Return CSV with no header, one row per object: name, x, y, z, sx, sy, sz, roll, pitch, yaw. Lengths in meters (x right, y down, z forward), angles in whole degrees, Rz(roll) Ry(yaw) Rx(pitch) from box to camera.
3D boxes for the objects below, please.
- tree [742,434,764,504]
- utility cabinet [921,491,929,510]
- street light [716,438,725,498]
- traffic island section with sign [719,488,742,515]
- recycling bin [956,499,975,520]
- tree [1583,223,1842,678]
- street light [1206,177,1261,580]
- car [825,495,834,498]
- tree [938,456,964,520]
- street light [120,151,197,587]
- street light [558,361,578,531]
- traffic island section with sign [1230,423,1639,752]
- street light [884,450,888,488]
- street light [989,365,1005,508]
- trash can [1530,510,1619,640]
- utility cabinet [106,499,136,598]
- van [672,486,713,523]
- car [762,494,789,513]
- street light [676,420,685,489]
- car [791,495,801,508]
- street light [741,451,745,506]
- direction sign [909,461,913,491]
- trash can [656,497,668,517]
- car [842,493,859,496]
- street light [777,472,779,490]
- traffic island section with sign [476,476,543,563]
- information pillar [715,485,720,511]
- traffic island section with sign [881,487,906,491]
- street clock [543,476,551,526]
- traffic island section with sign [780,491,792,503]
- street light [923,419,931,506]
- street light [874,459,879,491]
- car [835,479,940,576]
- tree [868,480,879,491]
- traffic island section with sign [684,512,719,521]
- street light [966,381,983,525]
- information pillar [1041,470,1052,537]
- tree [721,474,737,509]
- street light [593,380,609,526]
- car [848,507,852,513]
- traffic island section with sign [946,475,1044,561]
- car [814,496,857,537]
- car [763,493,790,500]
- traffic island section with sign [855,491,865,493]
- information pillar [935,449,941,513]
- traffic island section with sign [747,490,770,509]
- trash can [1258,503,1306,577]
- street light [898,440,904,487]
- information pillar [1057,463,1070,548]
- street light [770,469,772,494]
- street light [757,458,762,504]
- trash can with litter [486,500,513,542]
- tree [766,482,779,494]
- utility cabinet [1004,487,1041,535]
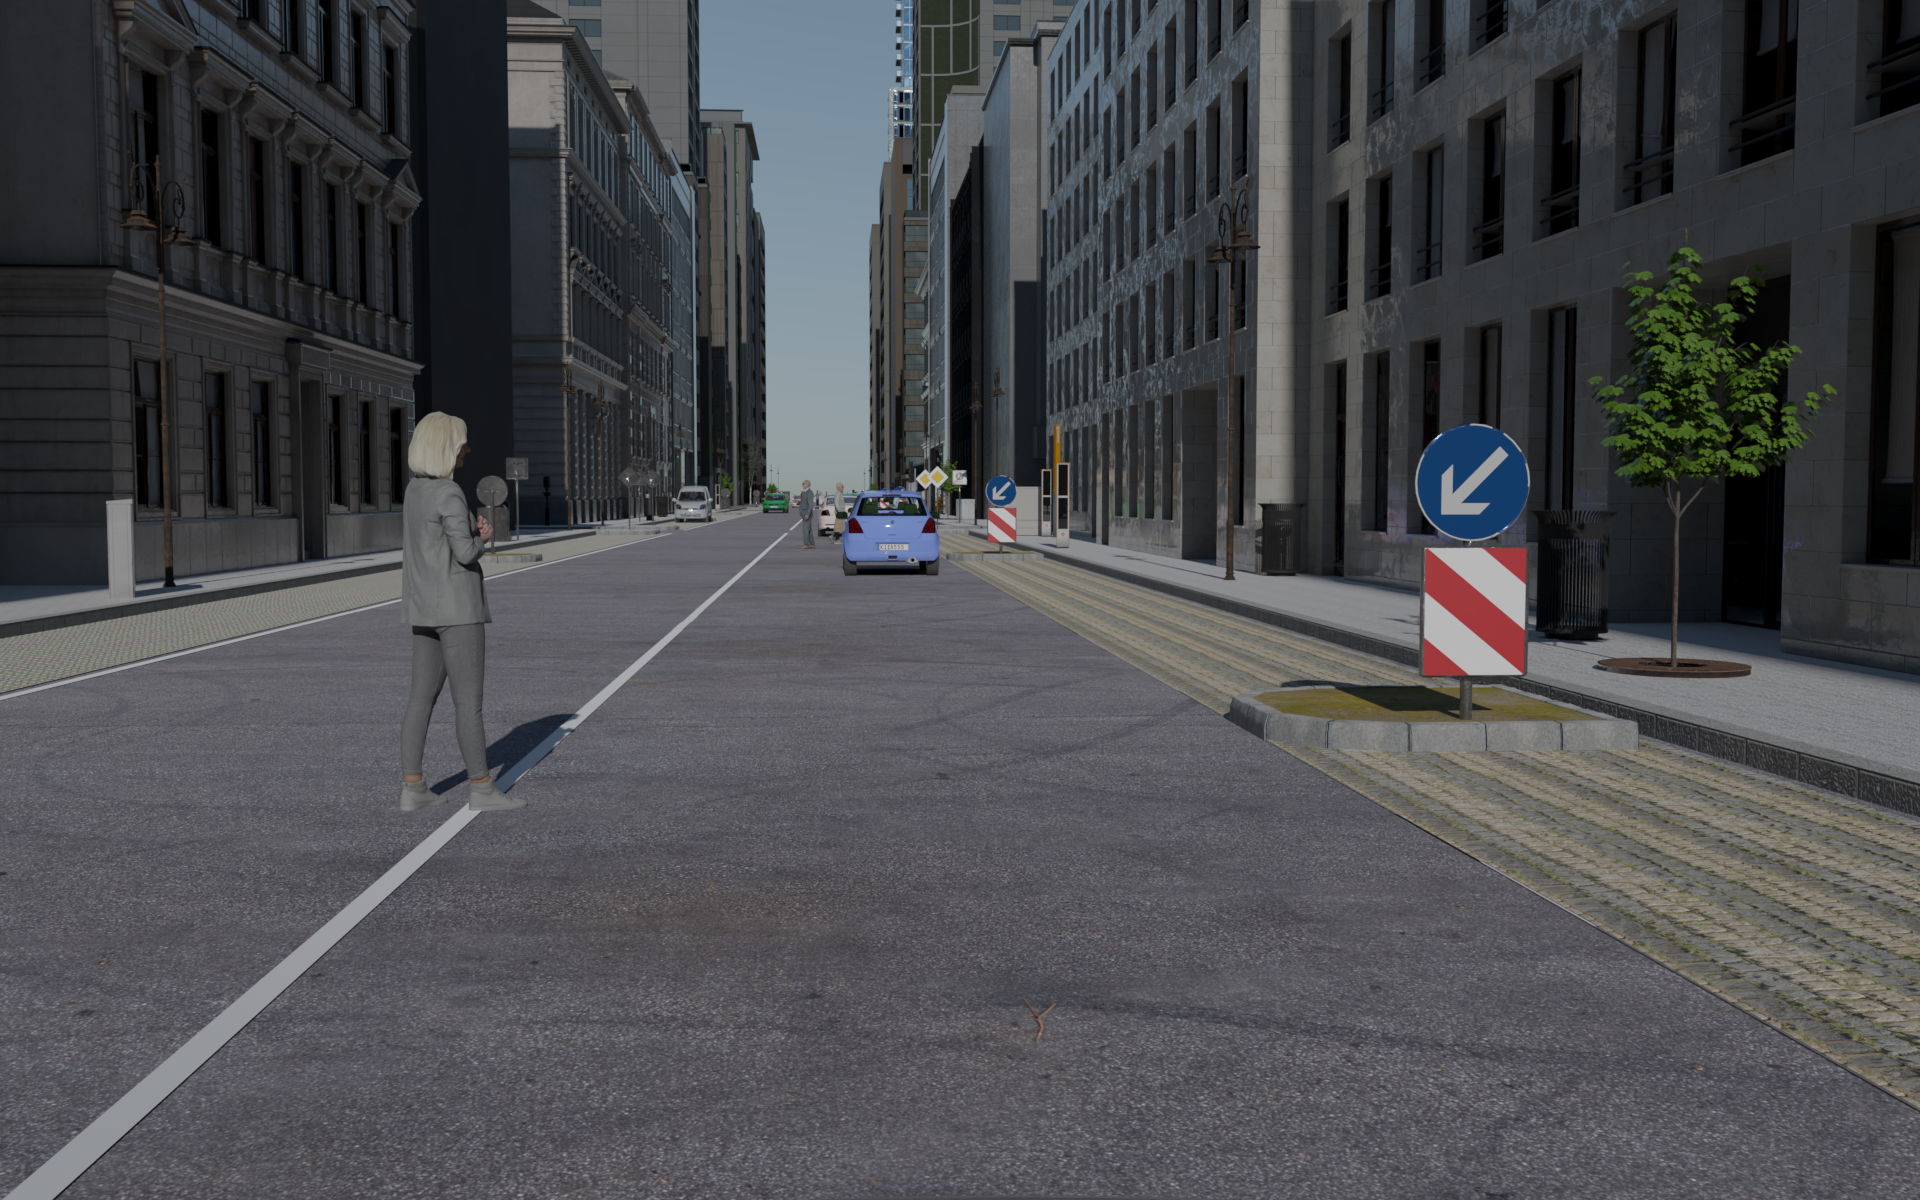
tree,-25.908,-16.080,213.268,4.360,8.622,3.978,0,3,0
utility cabinet,-2.336,-6.491,114.800,0.318,1.500,1.173,1,4,13
street light,-19.984,-10.580,145.774,0.468,5.910,1.993,0,4,-4
traffic island section with sign,-16.054,-6.759,119.143,1.989,1.847,2.006,0,4,-4
recycling bin,0.276,-4.436,85.085,0.722,1.027,0.722,-2,4,-25
tree,5.060,-1.088,12.388,1.663,3.219,1.824,0,3,0
street light,4.023,-3.233,25.652,0.468,5.910,1.993,0,4,-4
car,-16.004,-12.545,217.467,2.083,1.381,4.827,0,4,-6
tree,-0.489,-5.667,87.262,1.663,3.219,1.824,0,3,0
street light,-10.943,-3.120,23.800,0.468,5.910,1.993,0,4,-4
street light,-13.634,-5.353,60.312,0.468,5.910,1.993,0,4,-4
traffic island section with sign,2.724,-0.116,10.521,1.989,1.847,2.006,0,4,-4
street light,-7.900,-12.903,183.743,0.468,5.910,1.993,0,4,-4
street light,1.324,-5.455,61.984,0.468,5.910,1.993,0,4,-4
trash can,5.439,-0.228,15.375,0.748,1.137,0.748,0,3,0
utility cabinet,-10.535,-0.647,21.743,0.306,1.237,1.020,-2,4,-25
van,-13.432,-4.906,87.216,2.013,2.044,4.112,0,4,-5
car,-13.885,-7.442,130.470,1.959,1.807,4.718,0,4,-2
street light,-17.139,-8.161,106.217,0.468,5.910,1.993,0,4,-4
car,-16.864,-10.497,183.981,2.083,1.381,4.827,0,4,-4
street light,-22.862,-12.829,182.549,0.468,5.910,1.993,0,4,-4
direction sign,-3.420,-7.864,120.568,0.379,3.537,0.876,-1,4,-21
trash can,-16.527,-5.167,96.139,0.748,1.137,0.748,0,3,0
car,-4.708,-4.142,76.517,1.959,1.807,4.718,0,4,-5
street light,-31.642,-20.104,301.487,0.468,5.910,1.993,0,4,-4
traffic island section with sign,-9.893,-1.704,36.495,1.989,1.847,2.006,0,4,-4
information pillar,-18.791,-7.927,134.101,0.304,2.012,0.304,-1,4,-20
traffic island section with sign,-3.342,-5.114,92.249,1.989,1.847,2.006,0,4,-4
street clock,-16.631,-3.987,69.750,0.358,2.002,0.471,0,4,-5
traffic island section with sign,-27.882,-16.503,278.449,1.989,1.847,2.006,0,4,-4
street light,-2.081,-8.227,107.292,0.468,5.910,1.993,0,4,-4
street light,-11.166,-15.743,230.185,0.468,5.910,1.993,0,4,-4
car,-1.306,-1.353,31.712,1.945,1.707,3.694,0,4,-5
tree,-12.348,-15.382,246.099,1.663,3.219,1.824,0,3,0
traffic island section with sign,-14.035,-5.115,92.263,1.989,1.847,2.006,0,4,-4
street light,0.645,-6.005,70.977,0.468,5.910,1.993,0,4,-4
information pillar,2.594,-2.905,51.995,0.304,2.012,0.304,0,4,-1
tree,-20.724,-9.663,152.584,1.663,3.219,1.824,0,3,0
street light,-14.354,-5.910,69.423,0.468,5.910,1.993,0,4,-4
car,-1.762,-1.981,41.983,1.945,1.707,3.694,0,4,-3
traffic island section with sign,0.719,-1.775,37.645,1.989,1.847,2.006,0,4,-4
car,-3.992,-2.900,59.771,2.083,1.381,4.827,0,4,-5
car,-14.340,-7.717,135.210,2.155,1.783,4.494,0,4,-6
traffic island section with sign,-11.125,-11.516,196.908,1.989,1.847,2.006,0,4,-4
information pillar,-1.139,-6.038,90.075,0.183,3.616,0.504,2,4,27
traffic island section with sign,-19.704,-9.768,168.339,1.989,1.847,2.006,0,4,-4
trash can,5.035,-0.947,27.131,0.748,1.137,0.748,0,3,0
street light,-5.004,-10.656,147.019,0.468,5.910,1.993,0,4,-4
information pillar,2.436,-2.230,40.950,0.304,2.012,0.304,0,4,3
street light,-28.880,-17.872,264.996,0.468,5.910,1.993,0,4,-4
street light,-26.206,-15.651,228.686,0.468,5.910,1.993,0,4,-4
trash can with litter,-12.423,-2.162,46.728,0.624,1.170,1.055,0,4,-5
tree,-29.506,-17.099,274.176,1.663,3.219,1.824,0,3,0
utility cabinet,1.951,-2.717,53.105,1.173,1.500,0.318,1,4,13
